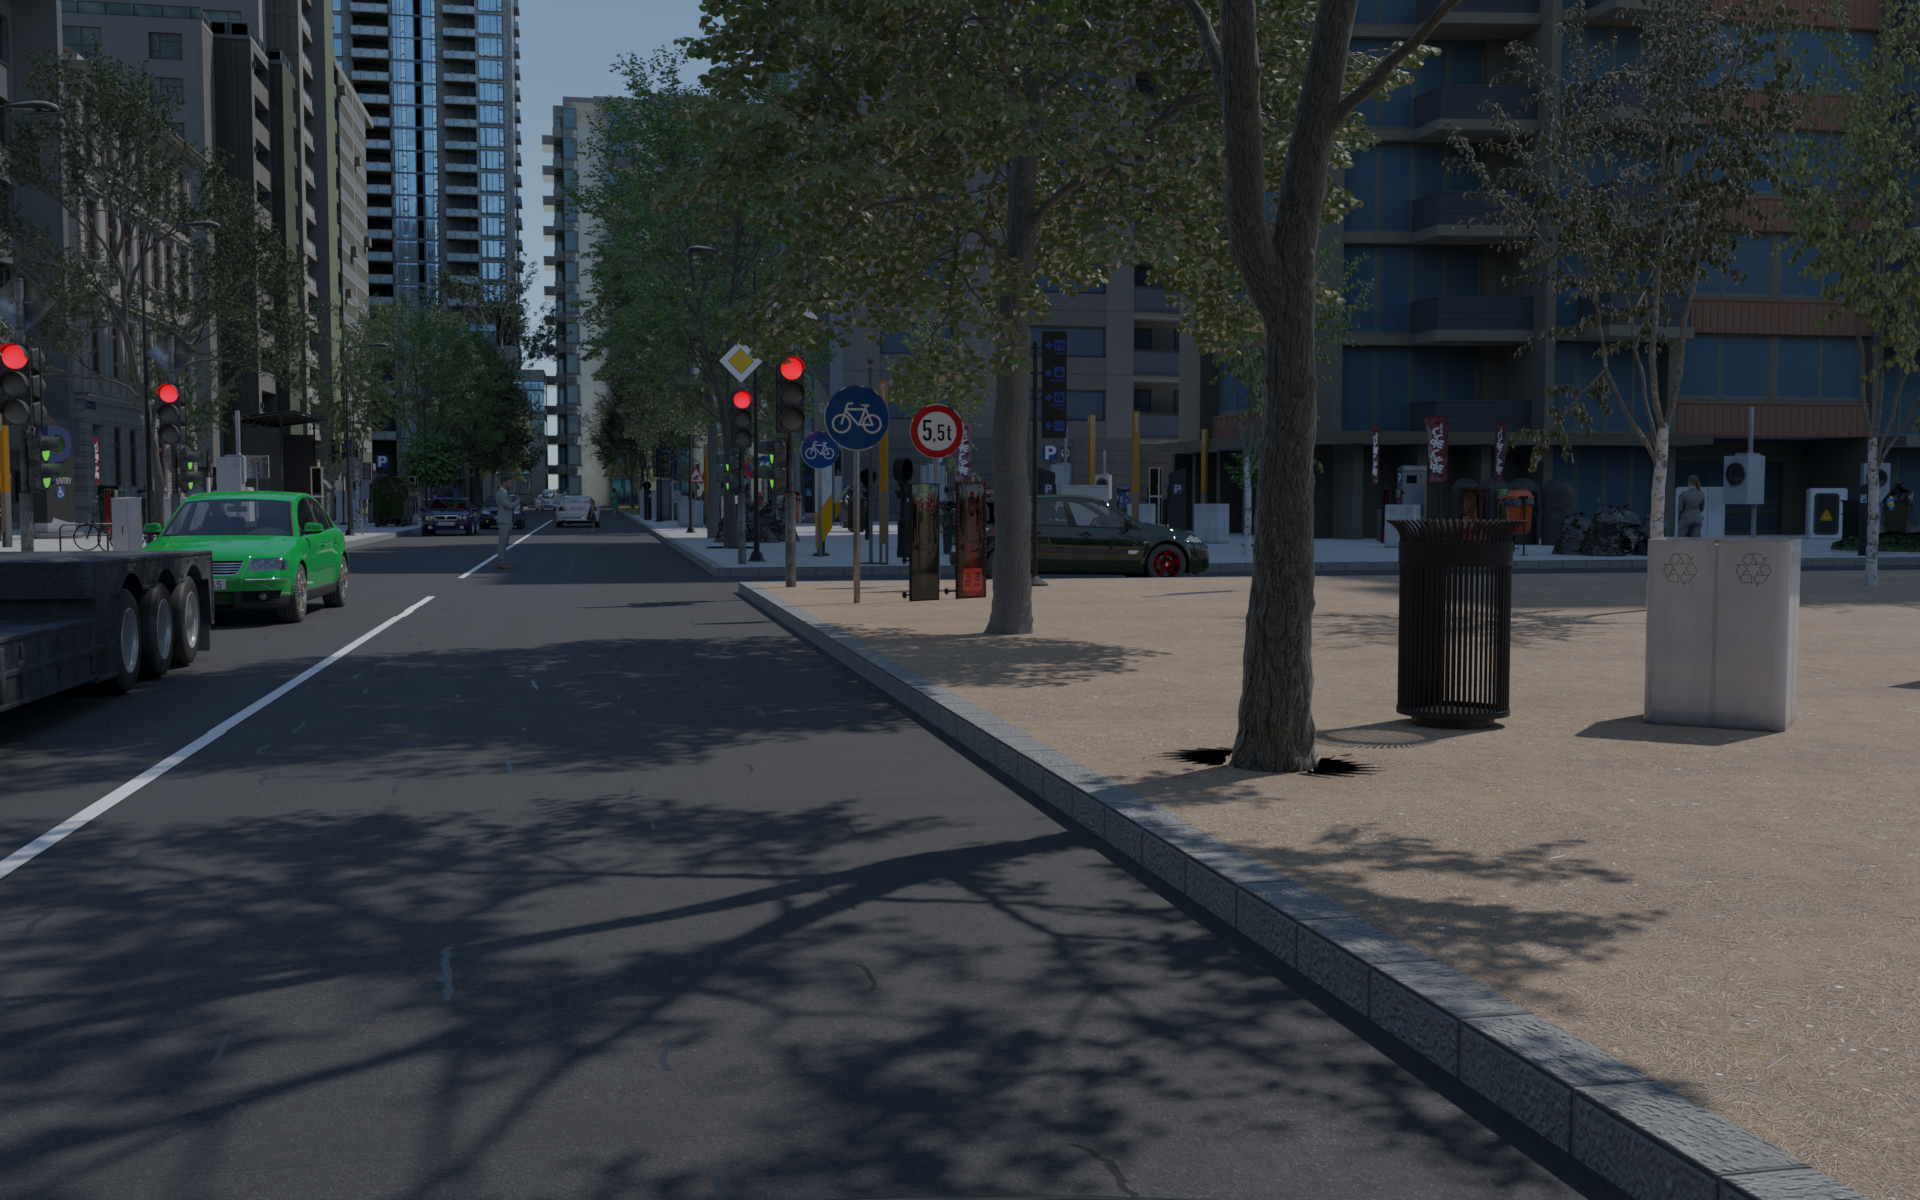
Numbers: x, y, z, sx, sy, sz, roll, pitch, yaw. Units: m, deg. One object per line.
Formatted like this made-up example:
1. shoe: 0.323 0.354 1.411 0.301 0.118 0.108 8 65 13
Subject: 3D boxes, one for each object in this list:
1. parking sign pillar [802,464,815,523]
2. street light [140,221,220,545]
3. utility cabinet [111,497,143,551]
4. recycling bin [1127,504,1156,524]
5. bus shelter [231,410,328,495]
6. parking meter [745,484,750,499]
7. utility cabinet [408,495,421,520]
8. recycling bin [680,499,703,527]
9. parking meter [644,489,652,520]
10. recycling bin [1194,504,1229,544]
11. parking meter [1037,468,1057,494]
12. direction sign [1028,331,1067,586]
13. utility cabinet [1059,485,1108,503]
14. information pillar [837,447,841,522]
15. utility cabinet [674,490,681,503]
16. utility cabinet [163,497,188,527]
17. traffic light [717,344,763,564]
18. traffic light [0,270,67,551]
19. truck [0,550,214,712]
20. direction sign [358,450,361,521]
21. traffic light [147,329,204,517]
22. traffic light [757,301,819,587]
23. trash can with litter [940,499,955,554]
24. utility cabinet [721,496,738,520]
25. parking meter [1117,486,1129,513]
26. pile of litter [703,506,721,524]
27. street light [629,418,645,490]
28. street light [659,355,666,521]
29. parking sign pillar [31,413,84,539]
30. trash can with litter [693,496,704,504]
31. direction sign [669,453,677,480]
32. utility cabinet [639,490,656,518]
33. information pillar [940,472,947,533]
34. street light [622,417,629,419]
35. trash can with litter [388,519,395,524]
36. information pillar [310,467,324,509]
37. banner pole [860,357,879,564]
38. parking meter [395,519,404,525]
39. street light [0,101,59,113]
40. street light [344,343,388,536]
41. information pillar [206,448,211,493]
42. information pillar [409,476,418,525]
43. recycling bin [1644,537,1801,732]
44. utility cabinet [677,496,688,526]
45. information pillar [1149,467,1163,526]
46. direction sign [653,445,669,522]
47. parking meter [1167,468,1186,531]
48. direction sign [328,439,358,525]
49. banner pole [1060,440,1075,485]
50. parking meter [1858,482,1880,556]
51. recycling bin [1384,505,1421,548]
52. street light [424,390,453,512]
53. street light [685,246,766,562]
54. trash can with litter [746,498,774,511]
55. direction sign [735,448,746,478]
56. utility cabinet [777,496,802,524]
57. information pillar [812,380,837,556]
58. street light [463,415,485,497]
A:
1. parking sign pillar: -6.329 -5.370 76.278 1.447 3.967 1.447 2 4 27
2. street light: -13.284 -3.484 29.507 1.470 5.913 1.316 -1 4 -12
3. utility cabinet: -16.949 -1.472 35.223 0.306 1.237 1.020 -3 5 -42
4. recycling bin: 4.740 -2.001 45.266 0.722 1.027 0.722 1 4 8
5. bus shelter: -20.054 -3.670 51.290 1.731 3.624 6.357 -1 4 -12
6. parking meter: -12.159 -5.709 99.056 0.255 1.863 0.399 -1 4 -9
7. utility cabinet: -31.142 -5.336 98.406 1.020 1.237 0.306 1 4 16
8. recycling bin: -10.605 -3.416 68.410 0.722 1.027 0.722 1 4 14
9. parking meter: -15.421 -4.716 85.522 0.372 1.533 0.369 0 3 0
10. recycling bin: 6.557 -1.994 45.151 0.722 1.027 0.722 2 4 31
11. parking meter: 1.957 -2.047 39.179 0.399 1.863 0.255 -1 4 -22
12. direction sign: 1.047 -1.968 24.170 0.876 3.537 0.379 0 4 -1
13. utility cabinet: 3.025 -2.065 42.436 1.173 1.500 0.318 0 4 -5
14. information pillar: -5.555 -5.349 78.810 0.183 3.616 0.504 2 4 25
15. utility cabinet: -16.428 -5.627 100.681 0.318 1.500 1.173 -1 4 -16
16. utility cabinet: -15.437 -1.447 34.824 1.020 1.237 0.306 0 4 -2
17. traffic light: -4.008 -2.610 31.591 0.839 4.253 0.868 -1 4 -12
18. traffic light: -11.752 -2.010 21.778 0.839 4.253 0.868 -1 4 -12
19. truck: -5.663 -0.977 5.733 2.967 4.110 18.799 -1 4 -13
20. direction sign: -28.289 -5.454 81.172 0.379 3.537 0.876 -2 4 -34
21. traffic light: -13.408 -2.487 29.591 0.839 4.253 0.868 -1 4 -12
22. traffic light: -2.352 -2.132 23.779 0.839 4.253 0.868 -1 4 -12
23. trash can with litter: 0.017 -1.567 37.015 1.055 1.170 0.624 -3 5 -39
24. utility cabinet: -8.666 -3.295 65.028 0.306 1.237 1.020 1 4 13
25. parking meter: 4.857 -2.642 51.603 0.372 1.533 0.369 0 3 0
26. pile of litter: -10.115 -3.635 73.400 1.719 0.858 1.176 3 4 38
27. street light: -14.621 -6.652 81.294 1.470 5.913 1.316 -1 4 -12
28. street light: -9.437 -5.167 57.020 1.470 5.913 1.316 -1 4 -12
29. parking sign pillar: -26.124 -3.758 49.909 1.447 3.967 1.447 0 4 6
30. trash can with litter: -13.296 -4.577 86.220 1.055 1.170 0.624 -3 4 -38
31. direction sign: -15.936 -6.301 95.017 0.876 3.537 0.379 0 4 7
32. utility cabinet: -16.617 -5.157 93.002 1.173 1.500 0.318 1 4 22
33. information pillar: -0.624 -3.225 57.219 0.304 2.012 0.304 -1 4 -20
34. street light: -19.747 -8.106 105.079 1.470 5.913 1.316 -1 4 -12
35. trash can with litter: -23.883 -3.784 73.262 1.055 1.170 0.624 2 4 31
36. information pillar: -17.348 -2.586 46.774 0.304 2.012 0.304 -1 4 -15
37. banner pole: -1.650 -2.562 31.900 0.401 3.779 0.863 0 4 -4
38. parking meter: -23.107 -3.849 71.341 0.372 1.533 0.369 0 3 0
39. street light: -11.355 -2.935 20.531 1.470 5.913 1.316 -1 4 -12
40. street light: -18.285 -4.940 53.317 1.470 5.913 1.316 -1 4 -12
41. information pillar: -37.356 -5.795 86.107 0.183 3.616 0.504 -1 4 -13
42. information pillar: -22.724 -4.128 71.988 0.304 2.012 0.304 0 4 1
43. recycling bin: 4.301 0.171 9.765 0.722 1.027 0.722 2 4 30
44. utility cabinet: -11.270 -3.627 70.455 0.306 1.237 1.020 -1 4 -19
45. information pillar: 5.335 -2.617 47.281 0.304 2.012 0.304 1 4 22
46. direction sign: -13.924 -5.370 79.791 0.379 3.537 0.876 -3 4 -38
47. parking meter: 4.901 -2.055 39.306 0.399 1.863 0.255 0 4 -1
48. direction sign: -25.566 -4.878 71.759 0.876 3.537 0.379 -2 4 -30
49. banner pole: 5.041 -5.525 80.353 0.863 3.779 0.401 0 3 0
50. parking meter: 18.892 -1.687 35.992 0.372 1.533 0.369 0 3 0
51. recycling bin: 10.588 -1.766 41.432 0.722 1.027 0.722 2 4 25
52. street light: -23.379 -6.423 77.562 1.470 5.913 1.316 -1 4 -12
53. street light: -4.401 -3.678 32.678 1.470 5.913 1.316 -1 4 -12
54. trash can with litter: -6.080 -2.518 52.558 1.055 1.170 0.624 1 4 13
55. direction sign: -10.882 -5.742 85.876 0.379 3.537 0.876 -3 5 -43
56. utility cabinet: -7.213 -3.792 73.166 1.020 1.237 0.306 -1 4 -17
57. information pillar: -2.834 -2.720 35.825 0.183 3.616 0.504 2 4 33
58. street light: -28.483 -7.878 101.351 1.470 5.913 1.316 -1 4 -12
